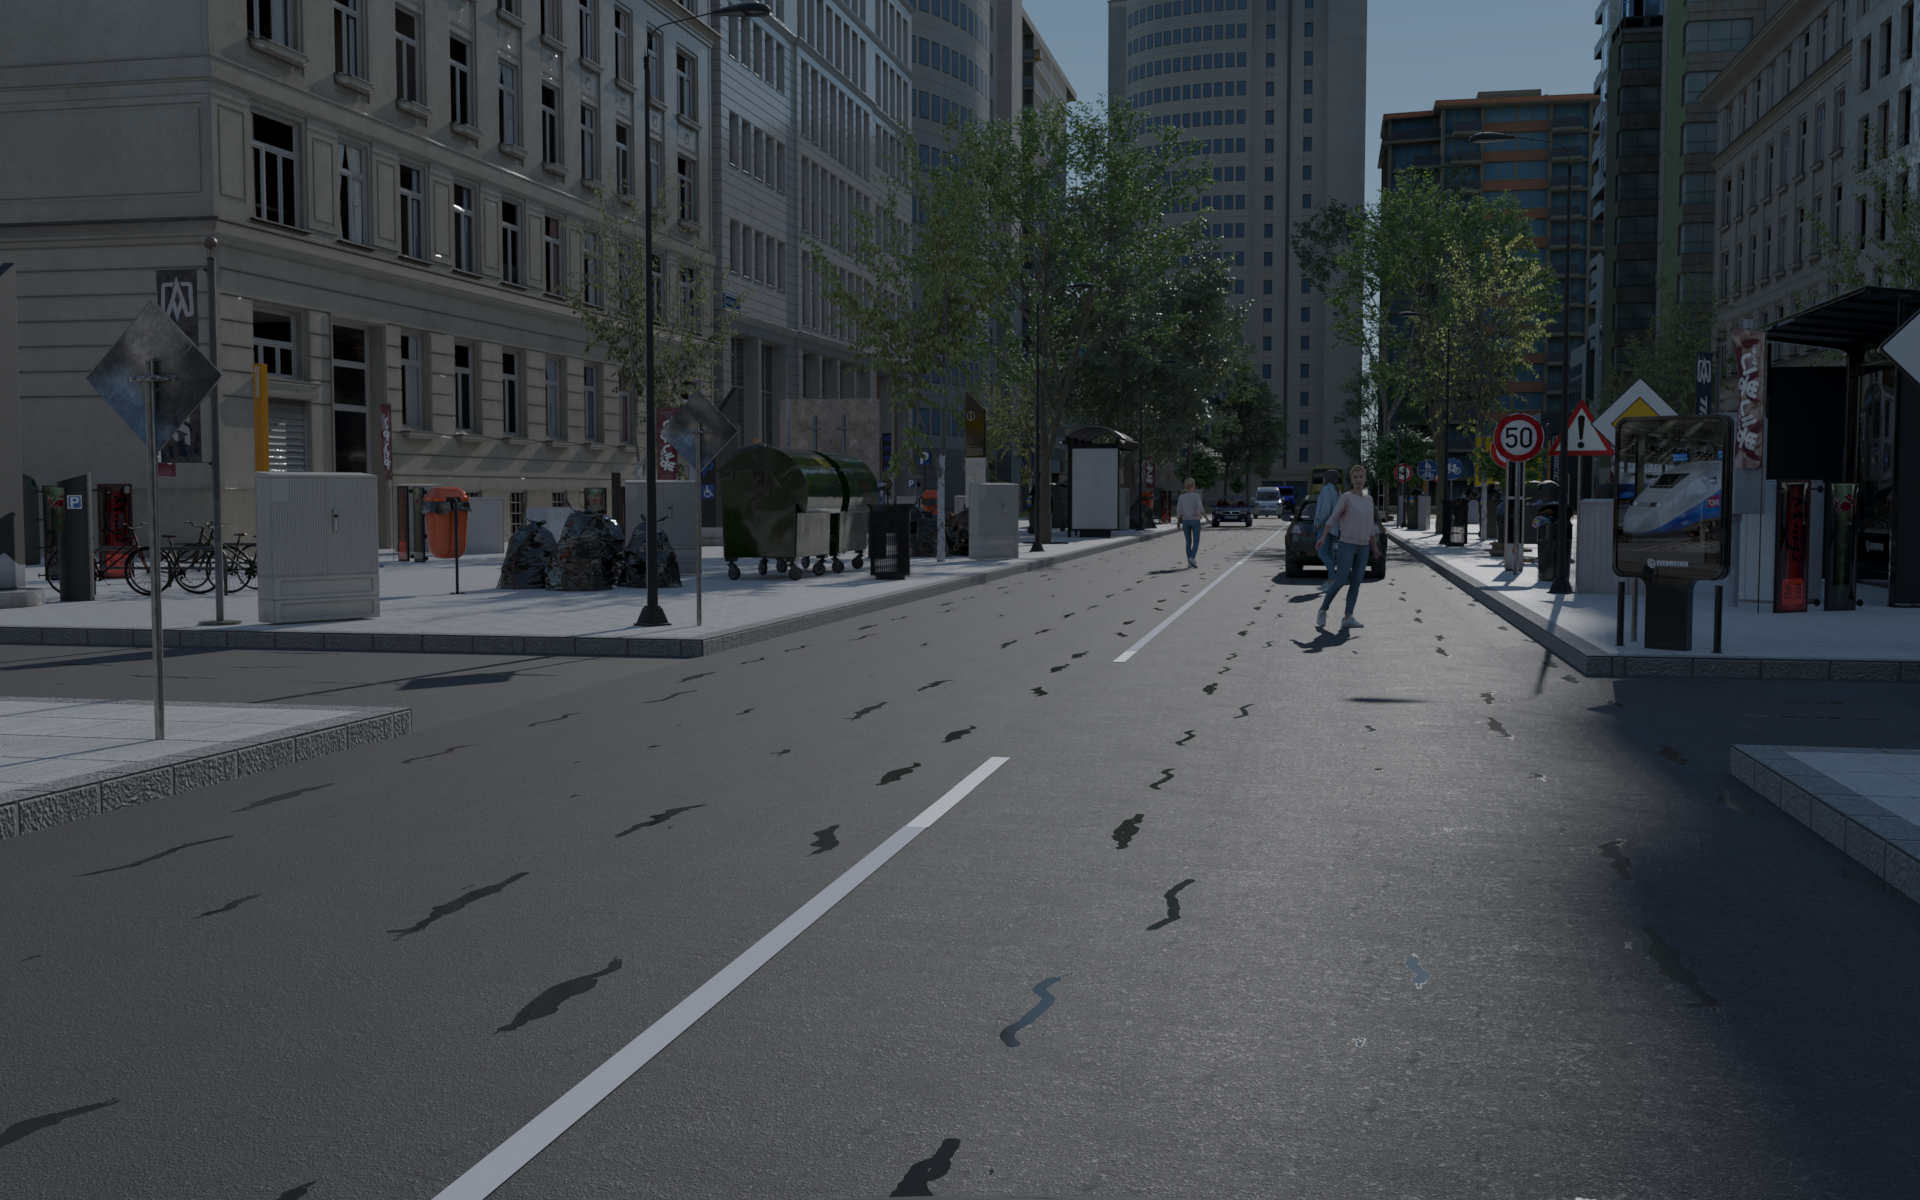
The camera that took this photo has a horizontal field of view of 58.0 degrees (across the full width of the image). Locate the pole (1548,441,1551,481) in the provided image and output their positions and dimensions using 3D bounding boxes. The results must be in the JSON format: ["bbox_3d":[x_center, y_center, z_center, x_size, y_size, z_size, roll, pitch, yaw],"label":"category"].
[{"bbox_3d":[22.439,-4.422,66.136,0.158,3.312,0.155,0,3,0],"label":"pole"}]

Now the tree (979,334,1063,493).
[{"bbox_3d":[2.923,-7.768,77.369,4.360,8.622,3.978,0,3,0],"label":"tree"}]

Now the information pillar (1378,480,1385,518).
[{"bbox_3d":[20.882,-4.972,85.782,0.304,2.012,0.304,2,4,25],"label":"information pillar"}]

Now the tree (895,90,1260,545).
[{"bbox_3d":[2.353,-7.251,44.303,9.928,11.665,9.643,0,3,0],"label":"tree"}]

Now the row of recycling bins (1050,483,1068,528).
[{"bbox_3d":[3.933,-3.914,71.110,1.069,1.692,3.534,0,4,7],"label":"row of recycling bins"}]

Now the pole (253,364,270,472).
[{"bbox_3d":[-10.953,-2.040,27.194,0.158,3.312,0.155,0,3,0],"label":"pole"}]

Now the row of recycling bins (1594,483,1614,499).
[{"bbox_3d":[24.367,-3.467,63.794,3.534,1.692,1.069,-3,5,-44],"label":"row of recycling bins"}]

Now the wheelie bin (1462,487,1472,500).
[{"bbox_3d":[24.452,-4.574,82.692,0.980,1.594,0.693,-2,4,-31],"label":"wheelie bin"}]

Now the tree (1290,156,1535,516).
[{"bbox_3d":[25.354,-14.772,97.417,12.611,20.169,13.585,0,3,0],"label":"tree"}]

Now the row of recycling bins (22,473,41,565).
[{"bbox_3d":[-17.553,-1.400,30.002,1.069,1.692,3.534,1,4,16],"label":"row of recycling bins"}]

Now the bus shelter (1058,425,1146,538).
[{"bbox_3d":[4.435,-3.641,53.451,2.014,3.302,5.546,1,4,12],"label":"bus shelter"}]

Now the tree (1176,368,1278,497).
[{"bbox_3d":[18.380,-11.414,121.031,8.767,10.594,7.601,2,4,35],"label":"tree"}]

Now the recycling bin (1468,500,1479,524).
[{"bbox_3d":[22.027,-3.802,74.714,0.722,1.027,0.722,1,4,18],"label":"recycling bin"}]

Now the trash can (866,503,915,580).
[{"bbox_3d":[-1.051,-0.881,26.058,0.748,1.137,0.748,0,3,0],"label":"trash can"}]

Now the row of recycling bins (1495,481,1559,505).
[{"bbox_3d":[18.066,-2.953,55.399,1.069,1.692,3.534,-1,4,-13],"label":"row of recycling bins"}]

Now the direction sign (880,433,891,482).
[{"bbox_3d":[-2.965,-4.414,64.173,0.876,3.537,0.379,1,4,20],"label":"direction sign"}]

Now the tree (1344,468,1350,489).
[{"bbox_3d":[36.538,-10.673,158.213,4.285,4.588,4.351,0,3,0],"label":"tree"}]

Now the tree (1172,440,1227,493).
[{"bbox_3d":[14.574,-7.412,104.893,4.285,4.588,4.351,0,3,0],"label":"tree"}]

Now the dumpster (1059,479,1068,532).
[{"bbox_3d":[4.112,-3.290,59.549,1.264,1.857,1.865,1,4,12],"label":"dumpster"}]

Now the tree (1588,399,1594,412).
[{"bbox_3d":[30.870,-7.834,78.442,4.737,8.622,4.395,0,3,0],"label":"tree"}]

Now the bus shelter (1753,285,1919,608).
[{"bbox_3d":[11.673,-1.904,22.407,1.731,3.624,6.357,1,4,12],"label":"bus shelter"}]

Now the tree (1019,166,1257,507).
[{"bbox_3d":[6.573,-9.782,66.591,9.857,13.997,8.962,0,3,0],"label":"tree"}]

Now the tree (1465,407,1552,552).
[{"bbox_3d":[12.352,-2.684,38.492,1.663,3.219,1.824,0,3,0],"label":"tree"}]

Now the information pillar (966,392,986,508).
[{"bbox_3d":[0.341,-2.947,39.544,0.504,3.616,0.183,2,4,27],"label":"information pillar"}]

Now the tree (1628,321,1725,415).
[{"bbox_3d":[30.098,-7.474,72.564,4.360,8.622,3.978,0,3,0],"label":"tree"}]

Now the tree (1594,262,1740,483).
[{"bbox_3d":[23.009,-6.435,55.569,4.737,8.622,4.395,0,3,0],"label":"tree"}]

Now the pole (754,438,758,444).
[{"bbox_3d":[-7.423,-4.238,63.131,0.158,3.312,0.155,0,3,0],"label":"pole"}]

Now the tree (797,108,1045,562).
[{"bbox_3d":[-0.589,-5.033,32.660,4.737,8.622,4.395,0,3,0],"label":"tree"}]

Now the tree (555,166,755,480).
[{"bbox_3d":[-7.141,-5.468,39.772,4.360,8.622,3.978,0,3,0],"label":"tree"}]

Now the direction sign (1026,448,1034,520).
[{"bbox_3d":[3.447,-5.682,84.903,0.379,3.537,0.876,2,4,28],"label":"direction sign"}]

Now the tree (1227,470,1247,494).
[{"bbox_3d":[22.613,-8.925,140.531,1.663,3.219,1.824,0,3,0],"label":"tree"}]

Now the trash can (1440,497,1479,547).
[{"bbox_3d":[12.101,-1.876,42.326,0.748,1.137,0.748,0,3,0],"label":"trash can"}]

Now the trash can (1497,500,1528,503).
[{"bbox_3d":[13.858,-1.947,43.481,0.748,1.137,0.748,0,3,0],"label":"trash can"}]

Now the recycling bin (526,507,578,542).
[{"bbox_3d":[-7.807,-1.263,33.197,0.722,1.027,0.722,3,4,36],"label":"recycling bin"}]

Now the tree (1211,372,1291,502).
[{"bbox_3d":[27.274,-14.887,161.526,7.486,12.596,7.792,0,3,0],"label":"tree"}]

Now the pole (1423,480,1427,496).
[{"bbox_3d":[22.758,-5.564,84.808,0.158,3.312,0.155,0,3,0],"label":"pole"}]

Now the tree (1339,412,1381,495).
[{"bbox_3d":[35.473,-12.285,151.222,4.360,8.622,3.978,0,3,0],"label":"tree"}]

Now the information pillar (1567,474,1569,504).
[{"bbox_3d":[21.983,-3.581,63.036,0.304,2.012,0.304,1,4,11],"label":"information pillar"}]

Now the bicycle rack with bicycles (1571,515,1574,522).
[{"bbox_3d":[25.076,-3.834,76.062,2.852,0.926,2.925,-1,4,-19],"label":"bicycle rack with bicycles"}]

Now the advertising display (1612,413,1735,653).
[{"bbox_3d":[5.846,-0.552,14.245,0.123,1.923,0.974,-3,4,-39],"label":"advertising display"}]

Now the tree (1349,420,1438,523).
[{"bbox_3d":[19.430,-5.646,76.021,4.285,4.588,4.351,0,3,0],"label":"tree"}]

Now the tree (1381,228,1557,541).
[{"bbox_3d":[14.178,-5.937,47.427,4.360,8.622,3.978,0,3,0],"label":"tree"}]

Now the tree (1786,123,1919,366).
[{"bbox_3d":[18.358,-5.073,33.300,4.737,8.622,4.395,0,3,0],"label":"tree"}]

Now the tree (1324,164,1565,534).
[{"bbox_3d":[15.369,-7.942,55.612,9.928,11.665,9.643,0,3,0],"label":"tree"}]

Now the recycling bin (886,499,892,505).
[{"bbox_3d":[-3.644,-4.213,81.444,0.722,1.027,0.722,2,4,25],"label":"recycling bin"}]

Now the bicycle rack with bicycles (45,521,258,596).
[{"bbox_3d":[-9.923,-0.569,22.678,2.925,0.926,2.852,0,4,7],"label":"bicycle rack with bicycles"}]

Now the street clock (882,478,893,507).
[{"bbox_3d":[-3.243,-4.478,77.778,0.471,2.002,0.358,1,4,11],"label":"street clock"}]

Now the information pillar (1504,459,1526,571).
[{"bbox_3d":[9.257,-1.493,28.904,0.304,2.012,0.304,1,4,15],"label":"information pillar"}]
